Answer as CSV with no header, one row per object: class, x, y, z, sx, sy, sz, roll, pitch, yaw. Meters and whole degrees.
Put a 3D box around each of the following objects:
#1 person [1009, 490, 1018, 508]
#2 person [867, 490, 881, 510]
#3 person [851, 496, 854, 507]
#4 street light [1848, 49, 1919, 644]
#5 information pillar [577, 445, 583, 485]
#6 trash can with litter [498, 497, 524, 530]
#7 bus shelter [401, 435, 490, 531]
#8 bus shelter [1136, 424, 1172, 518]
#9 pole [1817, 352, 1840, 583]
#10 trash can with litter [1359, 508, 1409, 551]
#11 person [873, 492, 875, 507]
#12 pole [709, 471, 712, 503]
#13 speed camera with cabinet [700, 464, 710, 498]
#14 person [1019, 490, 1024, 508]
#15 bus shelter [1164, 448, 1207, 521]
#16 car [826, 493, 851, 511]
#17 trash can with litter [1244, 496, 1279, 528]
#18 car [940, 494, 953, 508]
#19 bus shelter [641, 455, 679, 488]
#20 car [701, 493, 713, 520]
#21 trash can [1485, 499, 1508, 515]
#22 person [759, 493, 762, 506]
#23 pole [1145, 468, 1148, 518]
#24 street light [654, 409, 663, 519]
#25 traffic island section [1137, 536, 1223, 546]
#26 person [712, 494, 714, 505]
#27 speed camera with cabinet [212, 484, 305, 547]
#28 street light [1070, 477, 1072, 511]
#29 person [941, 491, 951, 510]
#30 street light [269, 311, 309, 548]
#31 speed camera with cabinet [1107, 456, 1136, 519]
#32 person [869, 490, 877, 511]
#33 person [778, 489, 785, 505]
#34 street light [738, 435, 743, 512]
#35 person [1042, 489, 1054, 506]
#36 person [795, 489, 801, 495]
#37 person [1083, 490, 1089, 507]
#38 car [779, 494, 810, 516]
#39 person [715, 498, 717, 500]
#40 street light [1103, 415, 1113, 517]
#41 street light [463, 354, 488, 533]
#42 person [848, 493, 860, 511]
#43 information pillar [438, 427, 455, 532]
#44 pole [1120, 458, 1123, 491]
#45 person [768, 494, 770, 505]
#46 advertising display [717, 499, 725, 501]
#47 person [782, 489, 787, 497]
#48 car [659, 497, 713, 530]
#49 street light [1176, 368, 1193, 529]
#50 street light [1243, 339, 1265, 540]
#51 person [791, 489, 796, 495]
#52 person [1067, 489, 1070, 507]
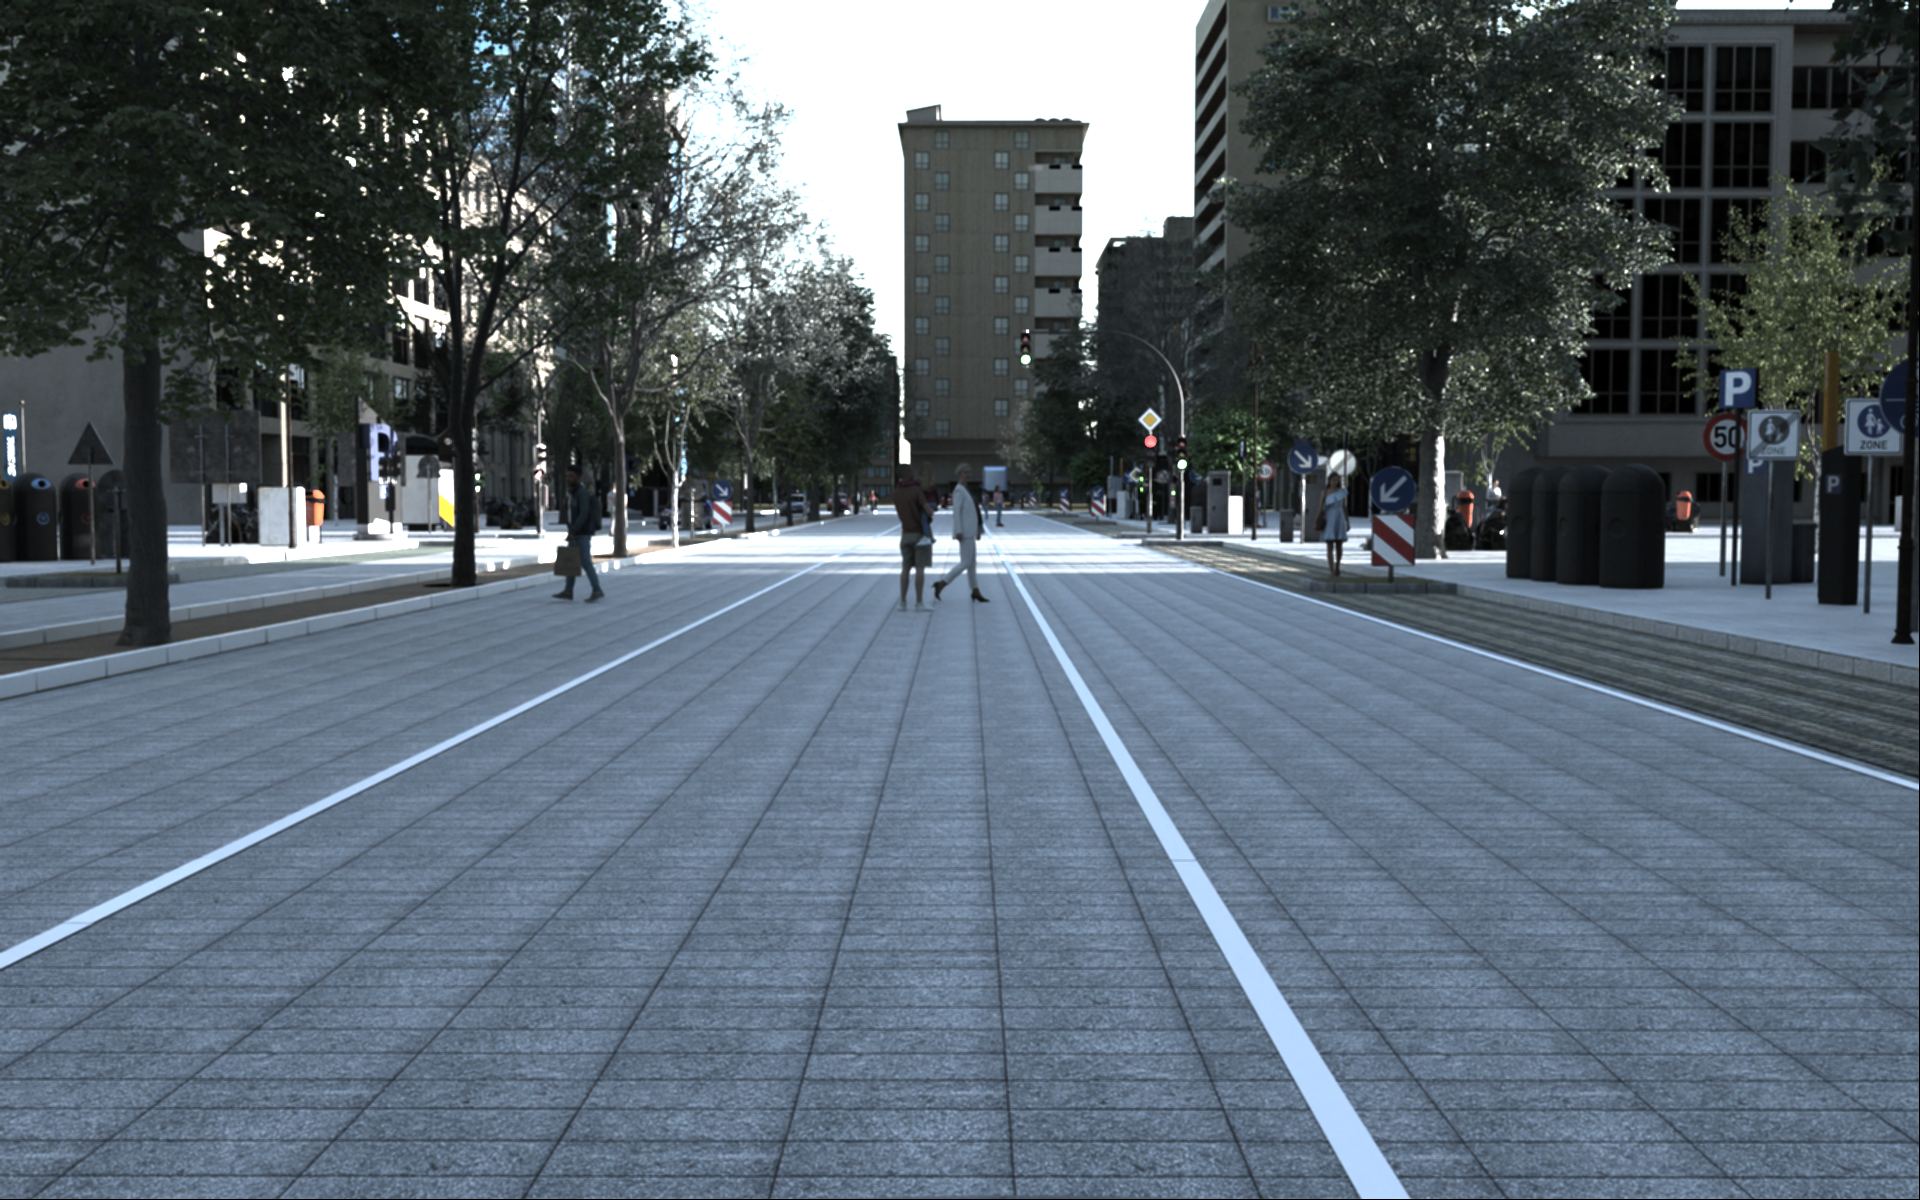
person,5.294,-10.239,175.991,1.350,1.814,0.705,2,4,33
person,-7.535,-8.798,152.372,1.348,1.821,0.705,1,4,22
person,-11.550,-10.884,189.721,1.065,1.426,0.557,2,4,26
street light,8.101,-2.563,14.700,0.468,5.910,1.993,0,4,0
information pillar,-18.044,-5.557,82.217,0.183,3.616,0.504,-2,4,-34
trash can with litter,-16.117,-3.115,62.321,1.055,1.170,0.624,2,4,34
bus shelter,-18.582,-4.166,62.044,2.014,3.302,5.546,0,4,0
bus shelter,11.104,-7.316,97.253,2.179,5.291,8.768,0,4,0
pole,12.500,-1.901,24.917,0.158,3.312,0.155,0,3,0
trash can with litter,9.684,-1.717,39.461,1.055,1.170,0.624,-1,4,-11
person,-9.681,-11.326,193.809,0.705,1.807,1.348,1,4,10
pole,-17.026,-7.597,118.046,0.158,3.312,0.155,0,3,0
speed camera with cabinet,-17.246,-7.196,111.983,2.038,3.252,0.660,1,4,16
person,6.383,-10.380,178.222,0.705,1.823,1.348,1,4,20
bus shelter,11.317,-5.788,85.913,1.731,3.624,6.357,0,3,0
car,-10.114,-8.296,144.678,2.155,1.783,4.494,0,4,-1
trash can with litter,11.088,-3.363,66.035,1.678,1.210,2.233,-1,4,-21
car,-0.976,-10.182,175.518,2.155,1.783,4.494,0,4,1
bus shelter,-18.037,-6.879,103.749,1.731,3.624,6.357,0,4,0
car,-13.577,-4.798,88.032,1.945,1.707,3.694,0,4,-1
trash can,14.733,-2.185,47.373,0.748,1.137,0.748,0,3,0
person,-21.790,-10.951,188.320,0.599,1.433,0.991,0,4,4
pole,9.982,-6.029,92.422,0.158,3.312,0.155,0,3,0
street light,-15.672,-7.171,90.029,0.468,5.910,1.993,0,4,0
traffic island section,6.168,-1.605,48.524,2.009,0.180,2.903,0,4,0
person,-24.386,-9.994,169.970,0.750,1.759,0.617,3,5,45
speed camera with cabinet,-17.245,-2.950,42.576,2.038,3.252,0.660,-1,4,-8
street light,8.391,-9.673,130.940,0.468,5.910,1.993,0,4,0
person,-1.321,-9.204,159.510,1.217,1.766,0.721,-3,4,-38
street light,-15.817,-4.163,40.848,0.468,5.910,1.993,0,4,0
speed camera with cabinet,8.299,-5.802,89.195,0.660,3.252,2.038,-1,4,-22
person,-6.913,-7.874,137.962,0.721,1.743,1.217,-2,4,-31
person,-17.979,-10.326,175.425,0.990,1.755,0.434,1,4,22
street light,-15.603,-9.217,123.483,0.468,5.910,1.993,0,4,0
person,9.338,-10.808,182.746,1.348,1.826,0.705,1,4,11
person,-12.552,-7.642,133.467,1.348,1.821,0.705,2,4,30
person,13.172,-10.437,177.416,1.217,1.736,0.721,2,4,25
car,-10.710,-6.158,112.685,2.014,1.417,4.499,0,3,0
person,-27.241,-11.499,194.067,1.348,1.822,0.705,2,4,24
street light,8.312,-7.623,97.421,0.468,5.910,1.993,0,4,0
street light,-15.855,-5.132,56.689,0.468,5.910,1.993,0,4,0
person,-8.090,-7.803,136.060,1.348,1.826,0.705,0,4,-6
information pillar,-17.473,-4.130,58.885,0.504,3.616,0.183,-3,4,-37
pole,9.063,-6.325,97.260,0.158,3.312,0.155,0,3,0
person,-22.412,-12.021,203.299,0.721,1.736,1.217,-1,4,-13
advertising display,-15.565,-6.679,114.417,0.974,1.923,0.123,-2,4,-34
person,-16.224,-9.467,161.355,0.721,1.766,1.217,-3,5,-42
car,-11.073,-3.510,69.962,1.945,1.354,3.894,0,4,0
street light,8.239,-5.568,63.825,0.468,5.910,1.993,0,4,0
street light,8.188,-4.603,48.040,0.468,5.910,1.993,0,4,0
person,-16.041,-9.712,165.277,0.683,1.767,0.568,-3,5,-41
person,10.405,-9.831,167.458,0.721,1.739,1.217,2,4,23
